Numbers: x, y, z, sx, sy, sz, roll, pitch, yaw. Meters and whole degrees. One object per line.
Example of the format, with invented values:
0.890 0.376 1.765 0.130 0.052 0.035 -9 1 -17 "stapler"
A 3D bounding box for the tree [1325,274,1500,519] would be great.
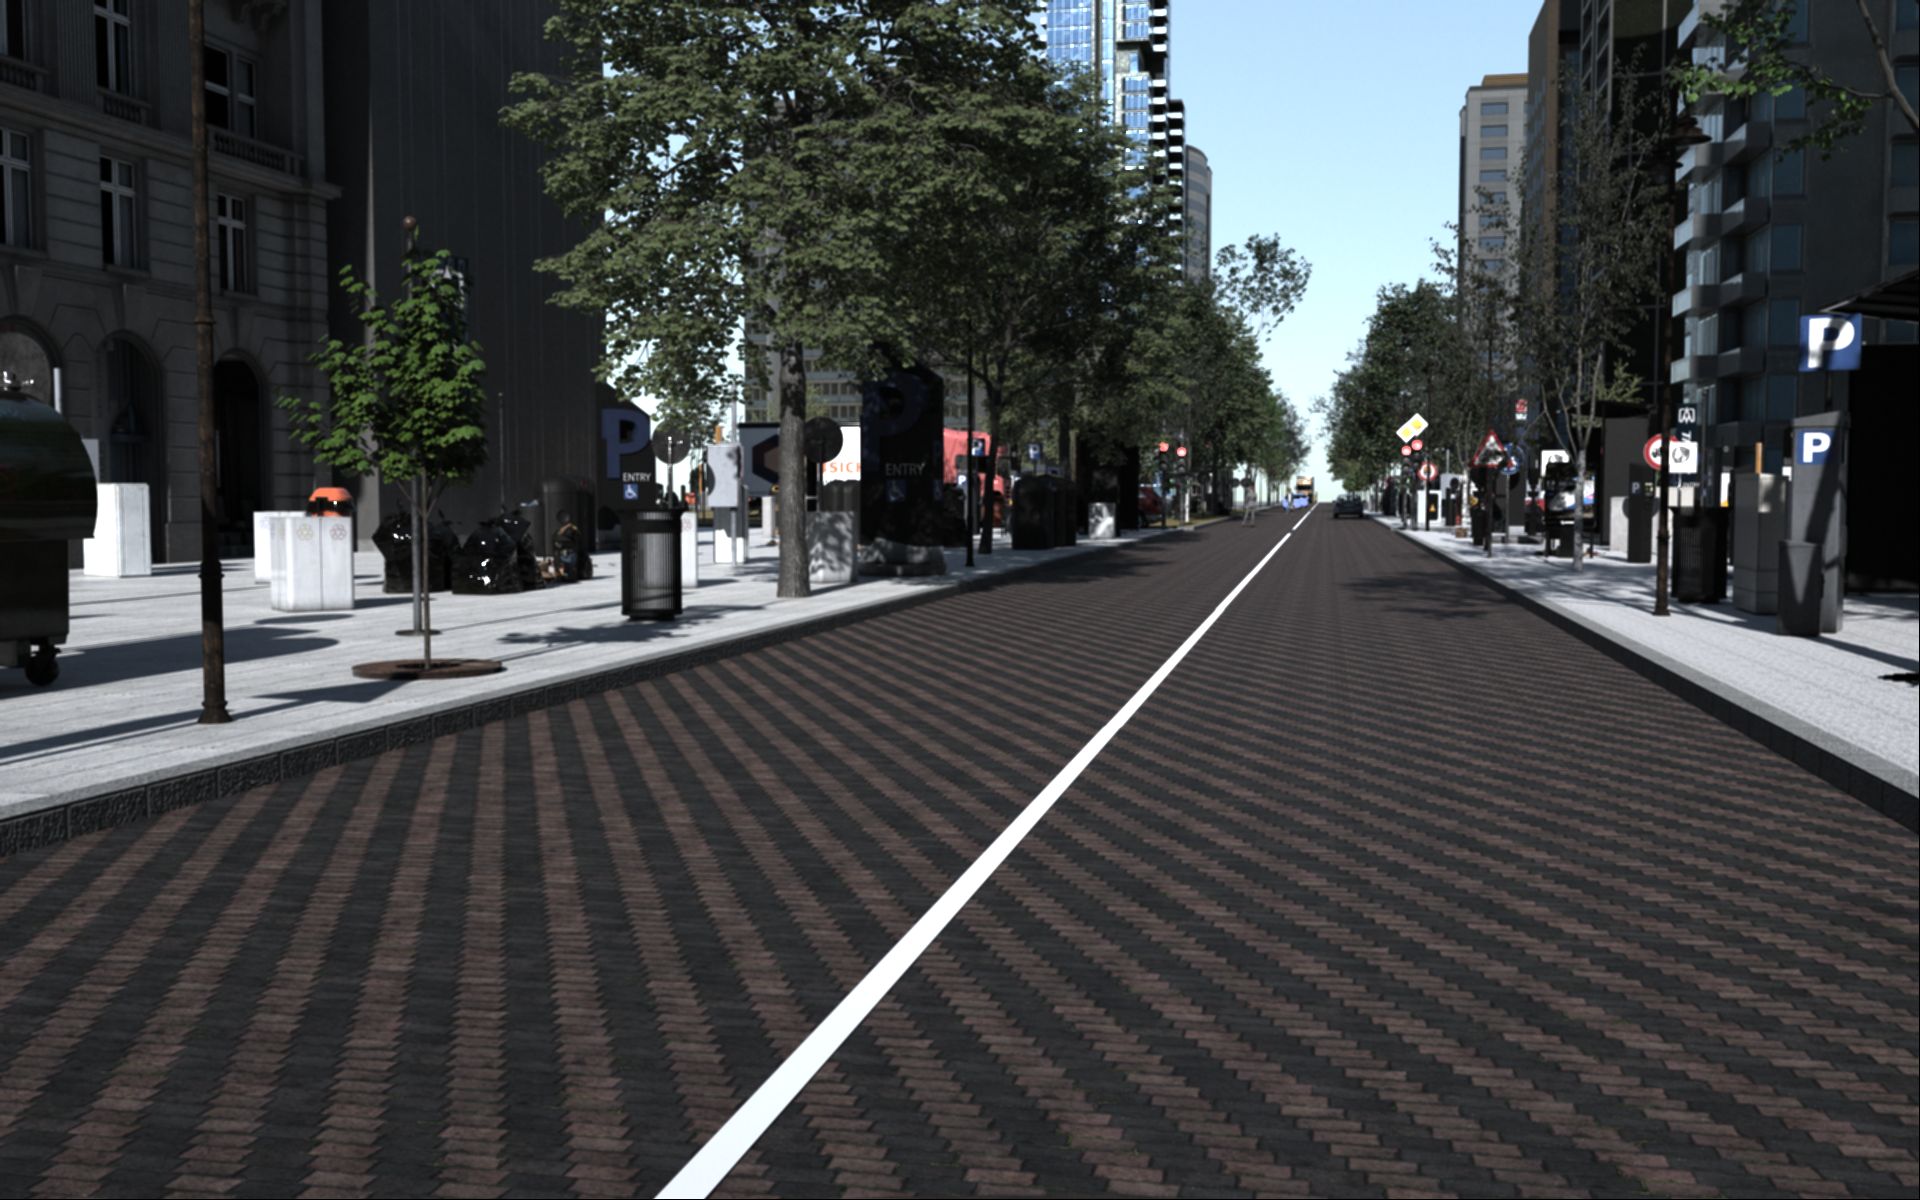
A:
23.830 -10.619 90.630 9.611 12.733 9.660 0 3 0 "tree"

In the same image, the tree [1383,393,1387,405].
22.202 -8.073 82.357 4.360 8.622 3.978 0 3 0 "tree"

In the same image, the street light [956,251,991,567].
0.176 -3.532 30.530 0.468 5.910 1.993 1 4 12 "street light"

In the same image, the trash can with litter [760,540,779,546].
-4.416 -1.999 43.741 1.678 1.210 2.233 2 4 29 "trash can with litter"

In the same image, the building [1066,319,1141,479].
4.242 -20.920 187.084 27.650 21.520 28.899 1 4 12 "building"

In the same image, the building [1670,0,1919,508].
52.259 -28.576 86.830 30.456 49.044 23.786 1 4 12 "building"

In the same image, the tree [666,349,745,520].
-12.979 -8.329 86.540 4.360 8.622 3.978 0 3 0 "tree"

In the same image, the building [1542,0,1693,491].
54.736 -42.015 125.196 20.563 71.187 20.611 1 4 12 "building"

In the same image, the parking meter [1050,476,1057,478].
3.106 -3.148 57.188 0.255 1.863 0.399 1 4 14 "parking meter"

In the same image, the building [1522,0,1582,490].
57.619 -30.713 152.261 14.600 45.320 14.200 1 4 12 "building"

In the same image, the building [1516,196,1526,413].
60.793 -24.159 166.705 14.160 30.474 14.107 1 4 12 "building"

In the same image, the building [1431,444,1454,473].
90.434 -26.492 278.185 27.650 21.520 28.899 1 4 12 "building"

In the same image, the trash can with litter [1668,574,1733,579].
11.899 -0.935 26.349 2.233 1.210 1.678 1 4 13 "trash can with litter"

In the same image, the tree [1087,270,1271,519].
11.309 -10.527 89.132 9.611 12.733 9.660 0 3 0 "tree"

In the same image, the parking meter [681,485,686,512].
-17.890 -6.500 111.983 0.255 1.863 0.399 0 4 -2 "parking meter"

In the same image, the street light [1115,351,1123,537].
4.740 -4.823 51.640 0.468 5.910 1.993 1 4 12 "street light"

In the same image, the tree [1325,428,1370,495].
51.456 -18.828 225.956 7.486 12.596 7.792 0 3 0 "tree"

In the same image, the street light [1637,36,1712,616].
7.411 -2.773 18.122 0.468 5.910 1.993 1 4 12 "street light"

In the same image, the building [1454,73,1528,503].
82.301 -43.232 248.838 21.231 58.520 28.212 1 4 12 "building"

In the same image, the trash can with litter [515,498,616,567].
-7.266 -1.204 30.735 2.233 1.210 1.678 0 4 2 "trash can with litter"

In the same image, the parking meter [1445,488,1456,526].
19.458 -3.687 68.700 0.372 1.533 0.369 0 3 0 "parking meter"

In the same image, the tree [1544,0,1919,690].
6.779 -5.222 11.140 9.928 11.665 9.643 0 3 0 "tree"

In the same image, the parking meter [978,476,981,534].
0.513 -3.080 56.072 0.255 1.863 0.399 1 4 10 "parking meter"

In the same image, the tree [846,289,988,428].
-1.583 -6.552 57.484 4.360 8.622 3.978 0 3 0 "tree"

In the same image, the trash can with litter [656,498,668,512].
-14.713 -4.343 82.073 1.678 1.210 2.233 -3 5 -44 "trash can with litter"

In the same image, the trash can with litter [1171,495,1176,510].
16.696 -7.619 135.957 0.624 1.170 1.055 -1 4 -11 "trash can with litter"

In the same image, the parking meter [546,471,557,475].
-10.477 -2.369 44.447 0.255 1.863 0.399 -1 4 -17 "parking meter"

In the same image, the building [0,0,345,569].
-21.631 -11.305 26.634 13.314 21.916 24.055 1 4 12 "building"

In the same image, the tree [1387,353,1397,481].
15.442 -6.216 51.988 4.360 8.622 3.978 0 3 0 "tree"

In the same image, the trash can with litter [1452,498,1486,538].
14.988 -2.411 50.805 1.055 1.170 0.624 2 4 27 "trash can with litter"

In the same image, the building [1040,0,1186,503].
23.239 -57.778 257.345 22.319 86.520 31.000 1 4 12 "building"

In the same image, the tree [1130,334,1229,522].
10.212 -7.883 79.245 4.360 8.622 3.978 0 3 0 "tree"

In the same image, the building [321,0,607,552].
-25.936 -13.965 47.401 30.058 24.678 14.314 1 4 12 "building"

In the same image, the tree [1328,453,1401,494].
40.163 -14.164 165.994 8.767 10.594 7.601 3 5 41 "tree"

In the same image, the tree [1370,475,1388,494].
35.167 -9.129 143.862 1.663 3.219 1.824 0 3 0 "tree"

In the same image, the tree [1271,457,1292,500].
50.781 -19.896 275.654 4.360 8.622 3.978 0 3 0 "tree"

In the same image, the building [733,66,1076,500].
-3.164 -28.698 161.094 32.217 40.220 23.993 1 4 12 "building"

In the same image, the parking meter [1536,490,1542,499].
39.706 -6.748 118.735 0.372 1.533 0.369 0 3 0 "parking meter"

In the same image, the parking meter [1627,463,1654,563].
12.629 -1.616 32.126 0.255 1.863 0.399 -2 4 -26 "parking meter"

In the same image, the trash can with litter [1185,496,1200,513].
16.126 -6.650 120.107 1.055 1.170 0.624 -3 5 -42 "trash can with litter"

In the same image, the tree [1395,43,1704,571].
10.211 -4.798 28.807 4.360 8.622 3.978 0 3 0 "tree"

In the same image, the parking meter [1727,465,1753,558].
15.494 -1.757 34.436 0.399 1.863 0.255 0 4 4 "parking meter"

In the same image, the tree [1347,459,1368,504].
41.860 -14.031 179.770 4.737 8.622 4.395 0 3 0 "tree"

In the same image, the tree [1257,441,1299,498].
43.059 -17.616 238.381 4.737 8.622 4.395 0 3 0 "tree"

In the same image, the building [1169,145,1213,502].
30.027 -45.565 286.980 21.231 58.520 28.212 1 4 12 "building"

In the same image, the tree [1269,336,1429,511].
31.035 -13.382 129.158 12.009 13.543 11.850 0 3 0 "tree"

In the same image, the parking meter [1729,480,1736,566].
13.934 -1.373 30.865 0.372 1.533 0.369 0 3 0 "parking meter"

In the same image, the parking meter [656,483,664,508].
-15.813 -5.225 91.147 0.255 1.863 0.399 3 5 40 "parking meter"

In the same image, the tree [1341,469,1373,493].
45.986 -13.136 198.480 4.285 4.588 4.351 0 3 0 "tree"

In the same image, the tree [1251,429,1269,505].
35.021 -17.423 195.230 12.009 13.543 11.850 0 3 0 "tree"

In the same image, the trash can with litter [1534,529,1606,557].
12.867 -1.544 36.302 2.233 1.210 1.678 -2 4 -34 "trash can with litter"

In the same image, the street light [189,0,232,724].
-4.189 -2.249 9.561 0.468 5.910 1.993 1 4 12 "street light"

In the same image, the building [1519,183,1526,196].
73.166 -30.083 183.743 32.217 40.220 23.993 1 4 12 "building"
